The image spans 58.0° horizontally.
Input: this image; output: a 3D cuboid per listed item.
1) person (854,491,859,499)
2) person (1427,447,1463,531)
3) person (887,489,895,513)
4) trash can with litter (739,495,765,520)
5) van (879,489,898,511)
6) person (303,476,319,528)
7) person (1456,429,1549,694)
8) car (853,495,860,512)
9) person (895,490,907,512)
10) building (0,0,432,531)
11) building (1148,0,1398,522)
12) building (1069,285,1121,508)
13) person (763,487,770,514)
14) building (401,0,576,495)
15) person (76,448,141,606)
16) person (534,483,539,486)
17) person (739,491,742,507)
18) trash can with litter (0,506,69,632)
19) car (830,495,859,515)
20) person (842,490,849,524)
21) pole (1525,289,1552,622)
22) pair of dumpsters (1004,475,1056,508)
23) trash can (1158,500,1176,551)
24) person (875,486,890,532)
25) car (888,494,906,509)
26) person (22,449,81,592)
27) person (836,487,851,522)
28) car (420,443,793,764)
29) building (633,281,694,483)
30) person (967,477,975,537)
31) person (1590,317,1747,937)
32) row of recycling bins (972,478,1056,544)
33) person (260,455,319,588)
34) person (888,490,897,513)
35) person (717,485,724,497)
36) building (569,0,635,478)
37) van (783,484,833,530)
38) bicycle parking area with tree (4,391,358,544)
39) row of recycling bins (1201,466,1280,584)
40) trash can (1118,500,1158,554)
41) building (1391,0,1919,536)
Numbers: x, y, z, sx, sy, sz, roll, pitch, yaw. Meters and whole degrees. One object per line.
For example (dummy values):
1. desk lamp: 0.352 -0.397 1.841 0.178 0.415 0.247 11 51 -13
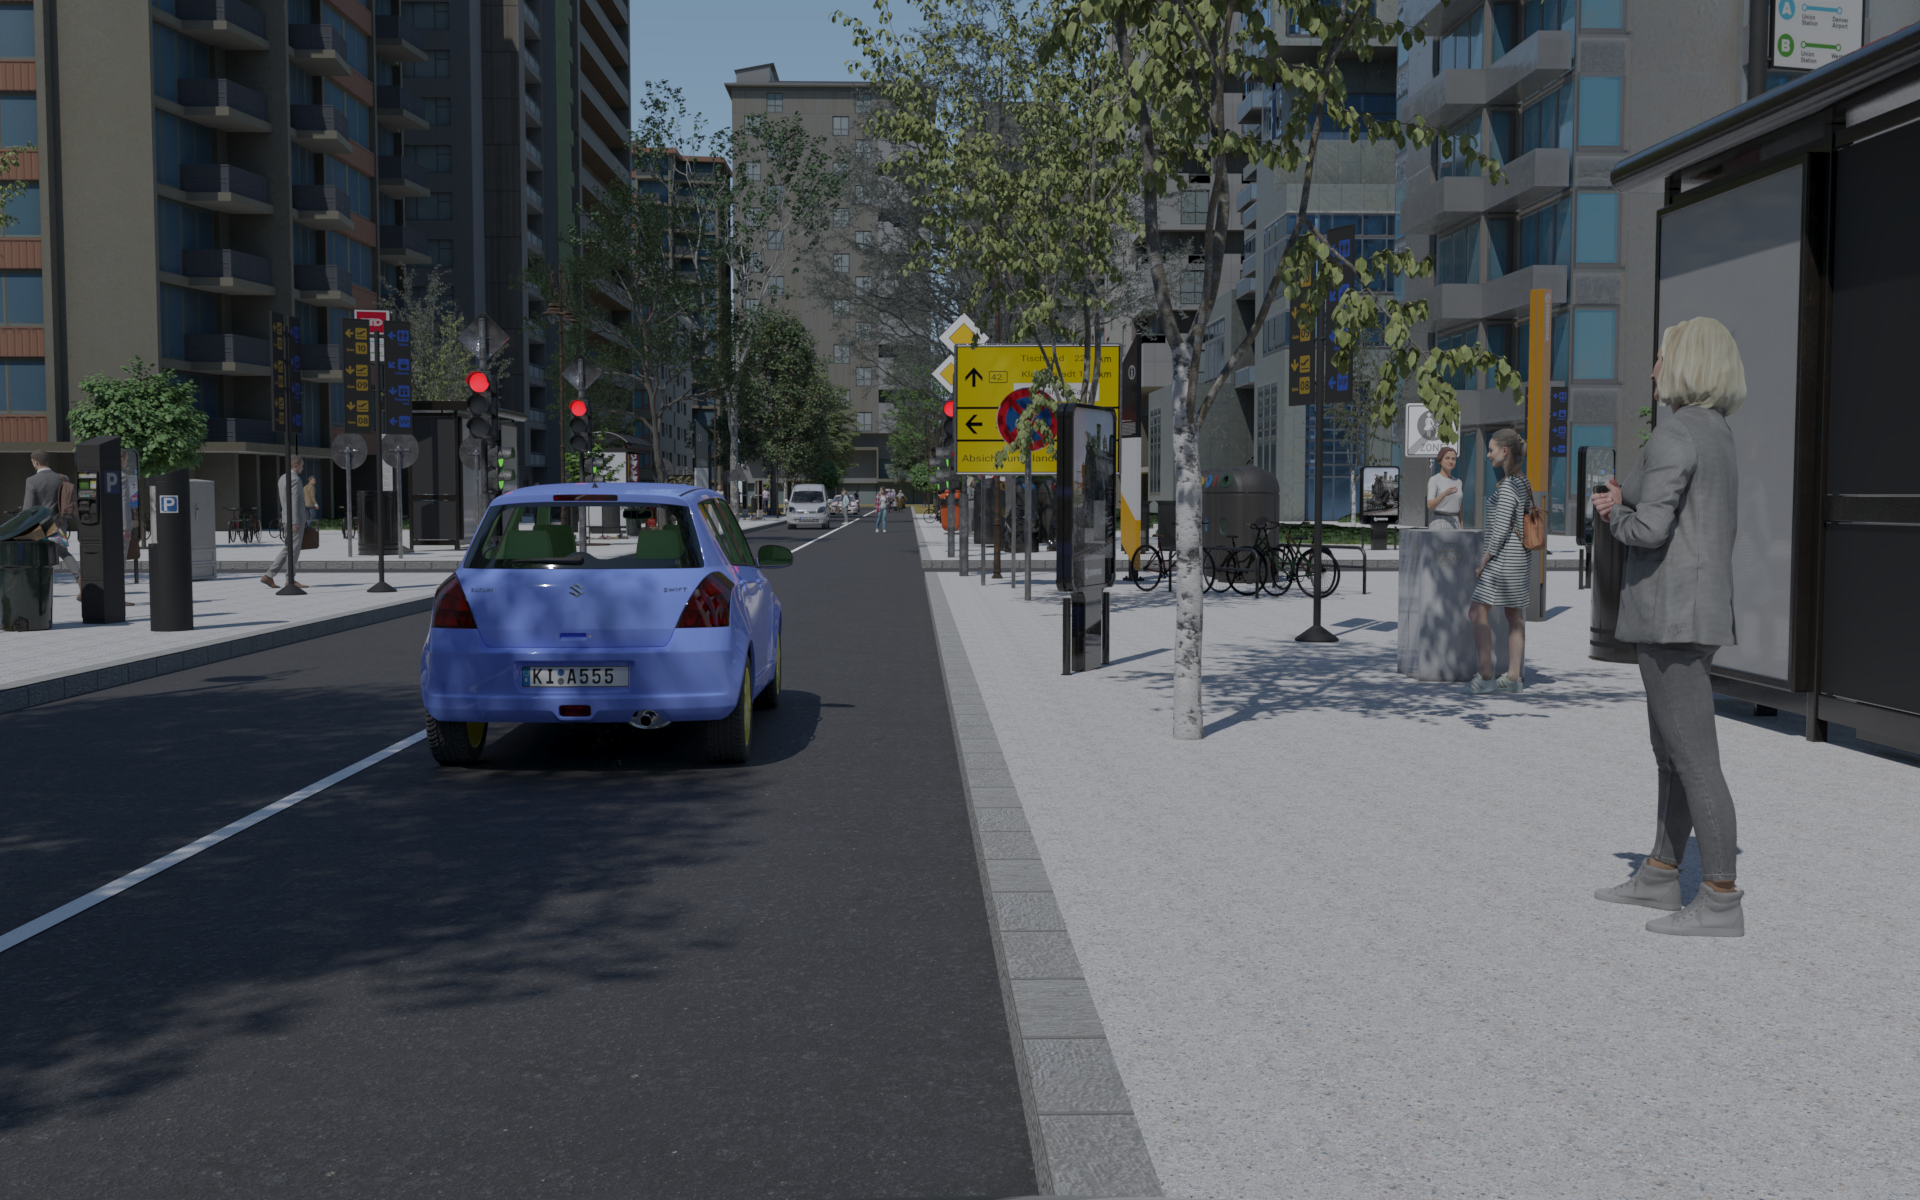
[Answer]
1. person: -9.667 -9.335 161.577 0.683 1.767 0.568 2 4 34
2. person: 4.875 -0.649 17.224 0.480 1.755 0.524 -2 4 -29
3. person: -5.330 -7.578 132.276 0.709 1.838 0.599 2 4 25
4. trash can with litter: -10.505 -4.590 86.108 1.678 1.210 2.233 1 4 18
5. van: -6.104 -8.522 146.338 2.013 2.044 4.112 0 4 -1
6. person: -20.513 -2.981 54.690 0.656 1.842 0.836 0 4 7
7. person: 3.523 -0.253 11.184 0.522 1.701 0.512 2 4 27
8. car: -8.851 -7.616 137.095 1.945 1.354 3.894 0 4 -1
9. person: -4.669 -7.683 134.842 1.217 1.736 0.721 1 4 21
10. building: -34.805 -25.424 70.308 22.147 44.769 28.867 0 4 -2
11. building: 23.697 -47.758 93.512 22.319 86.520 31.000 0 4 -2
12. building: 25.068 -19.156 158.240 27.650 21.520 28.899 0 4 -2
13. person: -12.578 -6.400 111.622 0.756 1.711 0.436 -2 4 -28
14. building: -30.652 -25.467 99.973 14.154 41.232 14.086 0 4 -2
15. person: -9.621 -0.830 19.739 0.709 1.813 0.853 2 4 30
16. person: -19.146 -4.422 78.519 0.728 1.800 0.709 3 5 42
17. person: -21.507 -9.915 168.142 1.348 1.826 0.705 1 4 9
18. trash can with litter: -8.905 -0.287 16.072 0.624 1.170 1.055 3 4 36
19. car: -8.050 -6.611 120.448 2.083 1.381 4.827 0 4 -2
20. person: -5.434 -4.391 82.107 0.330 1.601 0.589 -1 4 -9
21. pole: 5.790 -1.438 17.356 0.158 3.312 0.155 0 3 0
22. pair of dumpsters: 2.104 -2.996 51.474 1.574 2.255 4.437 0 4 -2
23. trash can: 4.757 -1.673 38.999 0.748 1.137 0.748 0 3 0
24. person: -2.913 -3.398 64.887 0.563 1.720 0.643 -1 4 -10
25. car: -6.261 -9.865 171.086 2.009 1.686 4.222 0 4 -1
26. person: -11.265 -0.944 21.442 0.822 1.834 0.622 1 4 22
27. person: -5.981 -4.947 89.509 0.853 1.813 0.709 3 5 45
28. car: -2.005 -0.055 10.499 1.945 1.707 3.694 0 4 -2
29. building: -40.590 -19.141 157.999 28.899 21.520 27.650 0 4 -2
30. person: 0.412 -2.780 51.678 0.526 1.800 0.537 2 4 35
31. person: 2.072 0.067 5.138 0.526 1.800 0.537 3 5 45
32. row of recycling bins: 2.010 -2.319 45.021 3.534 1.692 1.069 -1 4 -23
33. person: -9.079 -1.066 23.591 0.853 1.813 0.709 -3 5 -42
34. person: -5.464 -7.600 133.546 1.217 1.735 0.721 -1 4 -22
35. person: -12.590 -5.065 89.529 0.731 1.740 0.598 -2 4 -31
36. building: -34.966 -30.309 119.247 21.300 48.544 21.600 0 4 -2
37. van: -6.229 -3.934 71.331 2.013 2.044 4.112 0 4 -3
38. bicycle parking area with tree: -20.957 -3.704 47.571 8.231 4.147 9.016 1 4 9
39. row of recycling bins: 4.180 -1.187 26.517 1.069 1.692 3.534 0 4 -2
40. trash can: 3.748 -1.553 37.053 0.748 1.137 0.748 0 3 0
41. building: 30.933 -27.003 61.108 30.456 49.044 23.786 0 4 -2
